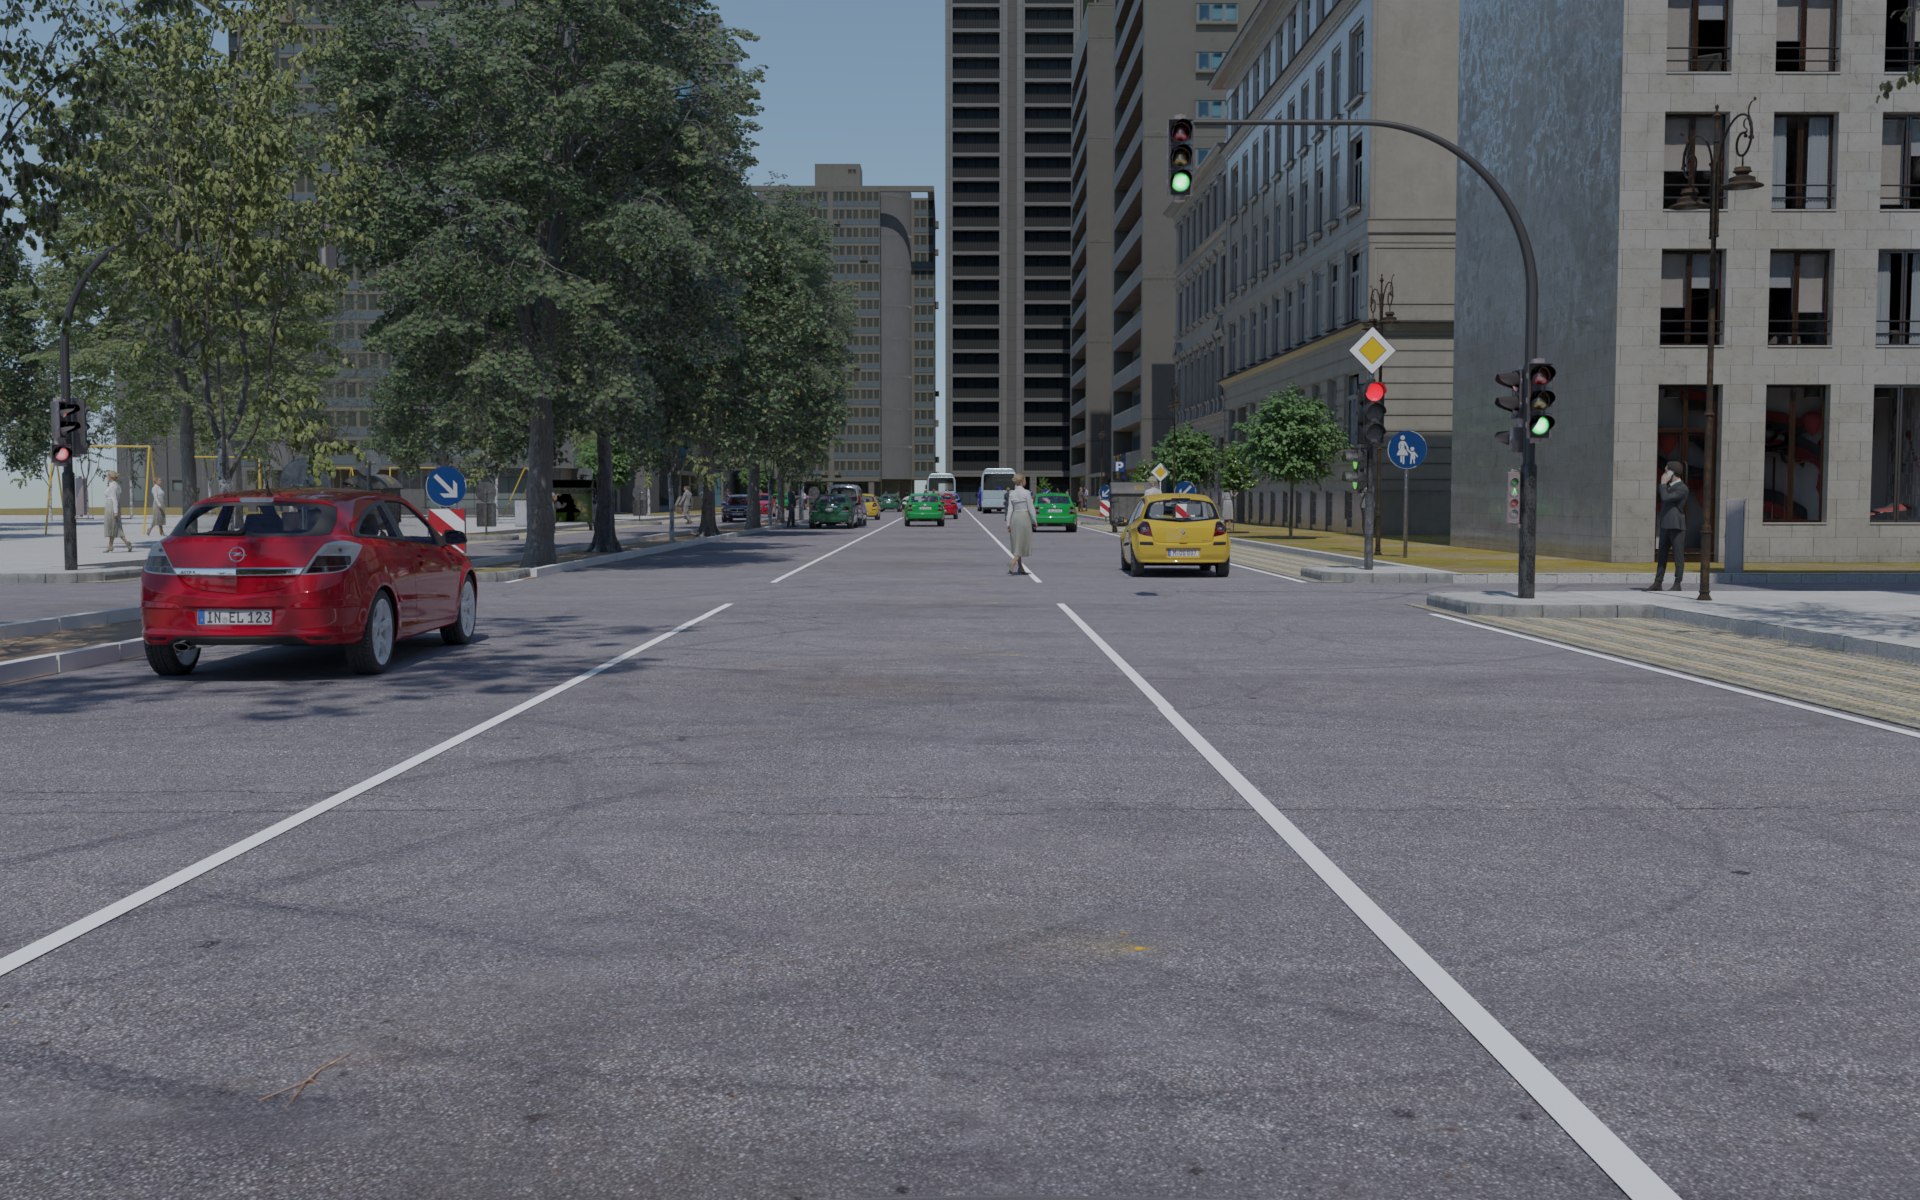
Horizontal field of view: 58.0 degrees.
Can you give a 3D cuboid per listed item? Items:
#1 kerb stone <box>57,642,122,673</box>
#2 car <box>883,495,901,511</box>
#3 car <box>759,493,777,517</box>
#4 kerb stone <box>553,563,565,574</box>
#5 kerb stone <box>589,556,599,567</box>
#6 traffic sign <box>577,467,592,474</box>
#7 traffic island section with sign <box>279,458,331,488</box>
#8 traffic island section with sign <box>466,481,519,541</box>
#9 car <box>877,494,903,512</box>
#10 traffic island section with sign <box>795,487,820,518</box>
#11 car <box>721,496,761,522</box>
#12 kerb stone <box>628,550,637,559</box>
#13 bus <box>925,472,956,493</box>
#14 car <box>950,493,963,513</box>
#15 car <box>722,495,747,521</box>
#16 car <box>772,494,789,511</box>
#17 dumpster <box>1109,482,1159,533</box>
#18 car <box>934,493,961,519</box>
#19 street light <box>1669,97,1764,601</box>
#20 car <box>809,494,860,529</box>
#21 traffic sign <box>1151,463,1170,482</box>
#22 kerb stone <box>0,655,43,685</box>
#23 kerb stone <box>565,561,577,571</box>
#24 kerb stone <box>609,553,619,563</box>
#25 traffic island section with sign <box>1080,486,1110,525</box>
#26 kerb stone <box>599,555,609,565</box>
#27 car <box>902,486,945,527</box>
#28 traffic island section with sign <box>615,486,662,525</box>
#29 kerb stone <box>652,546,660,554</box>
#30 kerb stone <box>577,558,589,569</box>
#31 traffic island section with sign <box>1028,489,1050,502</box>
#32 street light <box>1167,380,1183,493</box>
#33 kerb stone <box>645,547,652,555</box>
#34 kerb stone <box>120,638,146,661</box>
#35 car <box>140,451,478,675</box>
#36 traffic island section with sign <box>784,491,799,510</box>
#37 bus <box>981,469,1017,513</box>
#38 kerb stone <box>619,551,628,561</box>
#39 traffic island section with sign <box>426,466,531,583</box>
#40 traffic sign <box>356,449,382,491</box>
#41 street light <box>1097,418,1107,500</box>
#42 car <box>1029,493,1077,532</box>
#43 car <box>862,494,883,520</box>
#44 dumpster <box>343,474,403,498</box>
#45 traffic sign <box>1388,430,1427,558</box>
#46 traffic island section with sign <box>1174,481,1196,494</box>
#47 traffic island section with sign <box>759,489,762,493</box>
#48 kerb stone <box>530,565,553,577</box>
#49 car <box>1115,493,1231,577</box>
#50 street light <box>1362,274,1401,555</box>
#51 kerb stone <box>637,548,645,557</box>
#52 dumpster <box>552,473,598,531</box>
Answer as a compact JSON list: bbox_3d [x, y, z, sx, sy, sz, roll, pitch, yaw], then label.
[{"bbox_3d":[-7.257,0.481,14.335,0.120,0.150,1.000,0,4,0],"label":"kerb stone"},{"bbox_3d":[-5.821,-8.239,146.708,2.014,1.417,4.499,0,4,1],"label":"car"},{"bbox_3d":[-12.446,-6.024,107.535,2.155,1.783,4.494,0,4,0],"label":"car"},{"bbox_3d":[-7.357,-0.558,31.313,0.120,0.150,1.000,0,4,0],"label":"kerb stone"},{"bbox_3d":[-7.374,-0.745,34.383,0.120,0.150,1.000,0,4,0],"label":"kerb stone"},{"bbox_3d":[-17.773,-5.012,82.049,0.768,2.556,0.104,0,4,5],"label":"traffic sign"},{"bbox_3d":[-8.344,-0.817,21.488,2.006,1.907,1.989,0,4,0],"label":"traffic island section with sign"},{"bbox_3d":[-14.815,-2.763,53.806,1.989,1.847,2.006,0,4,0],"label":"traffic island section with sign"},{"bbox_3d":[-5.607,-7.767,138.783,2.131,1.459,4.920,0,4,1],"label":"car"},{"bbox_3d":[-8.815,-5.865,104.032,2.006,1.907,1.989,0,4,0],"label":"traffic island section with sign"},{"bbox_3d":[-11.225,-4.671,88.946,1.945,1.354,3.894,0,4,-1],"label":"car"},{"bbox_3d":[-7.398,-0.996,38.494,0.120,0.150,1.000,0,4,0],"label":"kerb stone"},{"bbox_3d":[-1.810,-10.270,162.771,2.948,3.499,13.247,0,4,-1],"label":"bus"},{"bbox_3d":[-0.757,-7.587,133.631,1.945,1.707,3.694,0,4,-1],"label":"car"},{"bbox_3d":[-11.767,-4.975,93.348,2.014,1.417,4.499,0,4,-2],"label":"car"},{"bbox_3d":[-15.567,-8.653,150.277,1.959,1.807,4.718,0,3,0],"label":"car"},{"bbox_3d":[6.411,-3.409,63.950,1.865,1.857,1.264,0,4,0],"label":"dumpster"},{"bbox_3d":[-1.018,-5.571,100.124,2.155,1.783,4.494,0,4,1],"label":"car"},{"bbox_3d":[8.983,-2.932,20.725,0.468,5.910,1.993,0,4,0],"label":"street light"},{"bbox_3d":[-5.273,-3.714,72.530,2.131,1.459,4.920,0,4,1],"label":"car"},{"bbox_3d":[8.408,-4.452,72.524,0.795,2.593,0.064,0,4,0],"label":"traffic sign"},{"bbox_3d":[-7.261,0.543,13.310,0.120,0.150,1.000,0,4,0],"label":"kerb stone"},{"bbox_3d":[-7.362,-0.617,32.336,0.120,0.150,1.000,0,4,0],"label":"kerb stone"},{"bbox_3d":[-7.387,-0.870,36.428,0.120,0.150,1.000,0,4,0],"label":"kerb stone"},{"bbox_3d":[6.652,-4.419,80.874,1.989,1.847,2.006,0,4,0],"label":"traffic island section with sign"},{"bbox_3d":[-7.382,-0.808,35.406,0.120,0.150,1.000,0,4,0],"label":"kerb stone"},{"bbox_3d":[-1.621,-4.224,77.865,1.959,1.807,4.718,0,4,-2],"label":"car"},{"bbox_3d":[-14.974,-4.412,80.761,1.989,1.847,2.006,0,4,0],"label":"traffic island section with sign"},{"bbox_3d":[-7.413,-1.185,41.570,0.120,0.150,1.000,0,4,0],"label":"kerb stone"},{"bbox_3d":[-7.369,-0.678,33.358,0.120,0.150,1.000,0,4,0],"label":"kerb stone"},{"bbox_3d":[6.365,-7.494,131.158,1.989,1.847,2.006,0,4,0],"label":"traffic island section with sign"},{"bbox_3d":[8.684,-5.955,70.158,0.468,5.910,1.993,0,4,0],"label":"street light"},{"bbox_3d":[-7.409,-1.122,40.547,0.120,0.150,1.000,0,4,0],"label":"kerb stone"},{"bbox_3d":[-7.272,0.422,15.368,0.120,0.150,1.000,0,4,0],"label":"kerb stone"},{"bbox_3d":[-5.528,-0.376,15.193,2.155,1.783,4.494,0,4,-2],"label":"car"},{"bbox_3d":[-15.409,-9.162,158.424,1.989,1.847,2.006,0,4,0],"label":"traffic island section with sign"},{"bbox_3d":[2.996,-8.355,131.460,2.948,3.499,13.247,0,4,2],"label":"bus"},{"bbox_3d":[-7.385,-0.933,37.465,0.120,0.150,1.000,0,4,0],"label":"kerb stone"},{"bbox_3d":[-8.377,-1.270,28.895,2.006,1.907,1.989,0,4,0],"label":"traffic island section with sign"},{"bbox_3d":[-16.895,-3.020,49.482,0.768,2.556,0.104,0,4,6],"label":"traffic sign"},{"bbox_3d":[8.516,-8.026,104.013,0.468,5.910,1.993,0,4,0],"label":"street light"},{"bbox_3d":[3.500,-3.513,66.228,1.959,1.807,4.718,0,4,0],"label":"car"},{"bbox_3d":[-5.339,-5.288,96.682,2.015,1.641,3.980,0,4,0],"label":"car"},{"bbox_3d":[-17.137,-2.739,50.539,1.264,1.857,1.865,0,4,0],"label":"dumpster"},{"bbox_3d":[8.963,-2.121,34.787,0.768,2.556,0.104,0,4,6],"label":"traffic sign"},{"bbox_3d":[6.799,-2.770,53.920,1.989,1.847,2.006,0,4,0],"label":"traffic island section with sign"},{"bbox_3d":[-15.276,-7.500,131.253,1.989,1.847,2.006,0,4,0],"label":"traffic island section with sign"},{"bbox_3d":[-7.344,-0.493,30.290,0.120,0.150,1.000,0,4,0],"label":"kerb stone"},{"bbox_3d":[3.844,-1.292,31.340,2.015,1.641,3.980,0,4,2],"label":"car"},{"bbox_3d":[8.846,-3.896,36.495,0.468,5.910,1.993,0,4,0],"label":"street light"},{"bbox_3d":[-7.403,-1.059,39.518,0.120,0.150,1.000,0,4,0],"label":"kerb stone"},{"bbox_3d":[-15.097,-3.816,67.349,1.985,2.255,1.502,0,4,-1],"label":"dumpster"}]
